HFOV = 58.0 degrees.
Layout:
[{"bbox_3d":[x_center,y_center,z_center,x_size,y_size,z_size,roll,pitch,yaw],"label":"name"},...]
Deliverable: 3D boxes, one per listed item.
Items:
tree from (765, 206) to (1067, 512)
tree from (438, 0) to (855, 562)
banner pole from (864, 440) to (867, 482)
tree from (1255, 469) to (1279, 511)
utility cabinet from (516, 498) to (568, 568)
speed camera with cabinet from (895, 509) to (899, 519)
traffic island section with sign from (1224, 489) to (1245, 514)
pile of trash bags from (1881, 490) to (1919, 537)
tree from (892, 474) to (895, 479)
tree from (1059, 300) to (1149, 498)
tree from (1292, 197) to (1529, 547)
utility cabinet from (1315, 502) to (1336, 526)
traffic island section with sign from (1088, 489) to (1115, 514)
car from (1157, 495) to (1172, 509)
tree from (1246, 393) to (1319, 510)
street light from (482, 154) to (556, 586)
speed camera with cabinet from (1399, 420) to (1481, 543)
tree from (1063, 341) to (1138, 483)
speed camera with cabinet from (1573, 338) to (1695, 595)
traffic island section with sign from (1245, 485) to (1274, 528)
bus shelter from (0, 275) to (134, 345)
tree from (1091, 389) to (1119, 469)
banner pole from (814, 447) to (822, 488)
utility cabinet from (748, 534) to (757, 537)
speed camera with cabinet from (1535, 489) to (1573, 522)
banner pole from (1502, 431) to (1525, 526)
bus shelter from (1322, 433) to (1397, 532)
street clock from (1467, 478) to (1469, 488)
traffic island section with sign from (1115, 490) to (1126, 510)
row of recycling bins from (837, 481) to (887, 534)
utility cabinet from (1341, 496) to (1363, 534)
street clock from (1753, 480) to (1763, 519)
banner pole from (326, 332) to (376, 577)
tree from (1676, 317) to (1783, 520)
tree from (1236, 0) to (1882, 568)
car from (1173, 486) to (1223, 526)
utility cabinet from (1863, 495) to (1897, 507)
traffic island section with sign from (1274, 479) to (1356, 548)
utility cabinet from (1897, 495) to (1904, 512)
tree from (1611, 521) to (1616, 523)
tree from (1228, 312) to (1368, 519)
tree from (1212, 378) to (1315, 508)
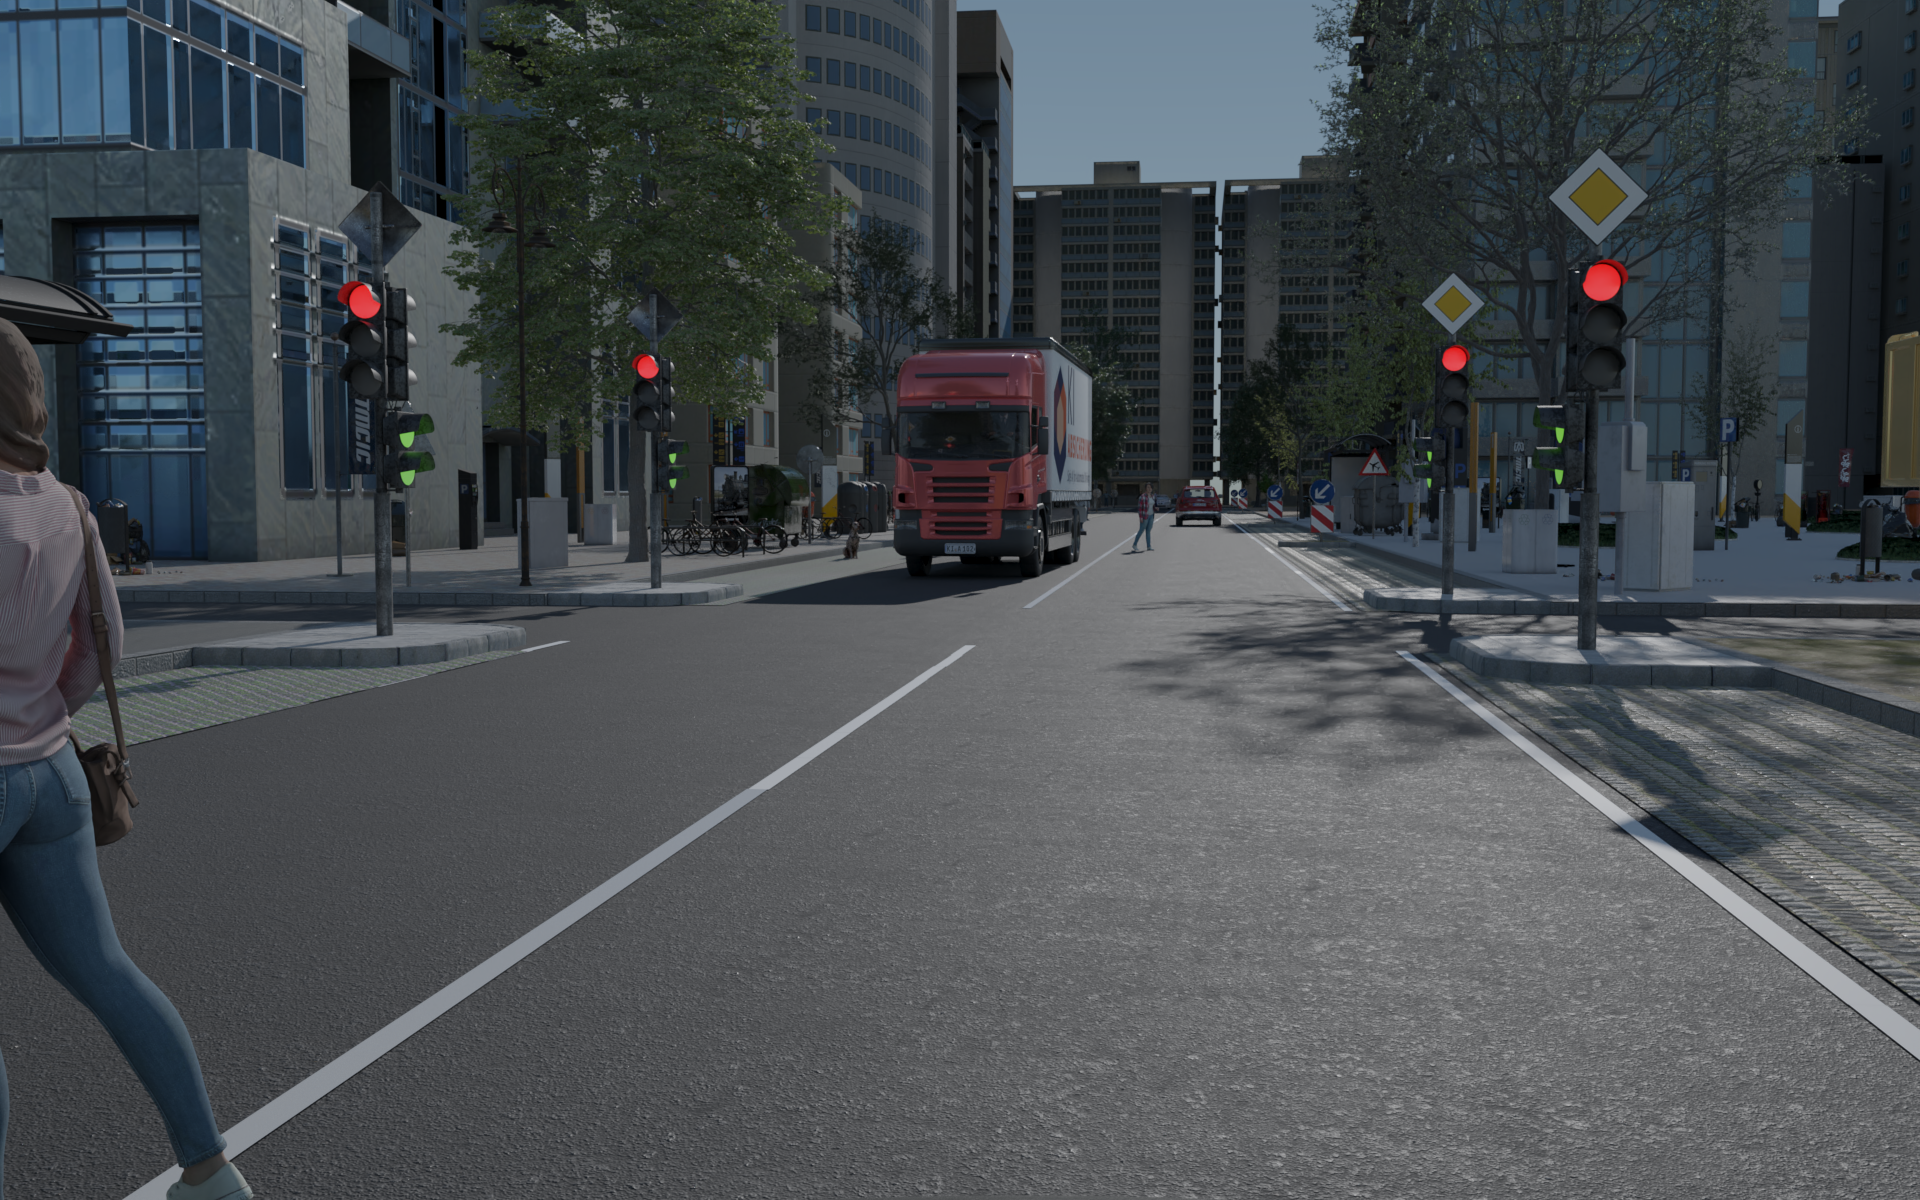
[{"bbox_3d":[-1.962,-7.429,55.873,8.767,10.594,7.601,-2,4,-34],"label":"tree"},{"bbox_3d":[-5.692,-7.000,32.583,7.486,12.596,7.792,0,3,0],"label":"tree"},{"bbox_3d":[-4.406,-5.565,80.997,0.401,3.779,0.863,0,4,5],"label":"banner pole"},{"bbox_3d":[23.288,-8.423,132.317,1.663,3.219,1.824,0,3,0],"label":"tree"},{"bbox_3d":[-7.318,-1.175,30.371,0.306,1.237,1.020,2,4,27],"label":"utility cabinet"},{"bbox_3d":[-2.065,-4.222,63.360,0.660,3.252,2.038,0,4,-1],"label":"speed camera with cabinet"},{"bbox_3d":[20.096,-7.043,123.788,1.989,1.847,2.006,0,4,8],"label":"traffic island section with sign"},{"bbox_3d":[22.870,-1.943,41.528,1.912,1.369,3.447,2,4,27],"label":"pile of trash bags"},{"bbox_3d":[-1.612,-4.384,66.275,1.663,3.219,1.824,0,3,0],"label":"tree"},{"bbox_3d":[12.578,-19.330,171.931,12.611,20.169,13.585,0,3,0],"label":"tree"},{"bbox_3d":[11.270,-5.597,41.870,4.737,8.622,4.395,0,3,0],"label":"tree"},{"bbox_3d":[14.814,-3.711,69.358,1.173,1.500,0.318,0,4,-3],"label":"utility cabinet"},{"bbox_3d":[9.922,-7.105,124.795,1.989,1.847,2.006,0,4,8],"label":"traffic island section with sign"},{"bbox_3d":[19.136,-9.346,165.172,2.083,1.381,4.827,0,4,8],"label":"car"},{"bbox_3d":[20.498,-9.730,109.449,4.360,8.622,3.978,0,3,0],"label":"tree"},{"bbox_3d":[-6.070,-3.134,24.021,0.468,5.910,1.993,0,4,8],"label":"street light"},{"bbox_3d":[12.742,-3.159,45.993,2.038,3.252,0.660,2,4,24],"label":"speed camera with cabinet"},{"bbox_3d":[10.179,-14.467,143.187,9.857,13.997,8.962,0,3,0],"label":"tree"},{"bbox_3d":[8.915,-1.736,22.719,2.038,3.252,0.660,-3,5,-42],"label":"speed camera with cabinet"},{"bbox_3d":[13.368,-4.015,74.273,1.989,1.847,2.006,0,4,8],"label":"traffic island section with sign"},{"bbox_3d":[-9.142,-1.214,13.765,2.014,3.302,5.546,0,4,8],"label":"bus shelter"},{"bbox_3d":[8.488,-12.006,130.707,7.601,10.594,8.767,0,4,2],"label":"tree"},{"bbox_3d":[-6.434,-5.535,80.515,0.863,3.779,0.401,2,4,26],"label":"banner pole"},{"bbox_3d":[-6.355,-2.451,51.239,1.020,1.237,0.306,1,4,22],"label":"utility cabinet"},{"bbox_3d":[20.417,-3.916,58.359,0.660,3.252,2.038,-3,4,-39],"label":"speed camera with cabinet"},{"bbox_3d":[22.201,-4.852,69.349,0.863,3.779,0.401,0,4,3],"label":"banner pole"},{"bbox_3d":[13.864,-4.063,60.359,2.014,3.302,5.546,0,4,8],"label":"bus shelter"},{"bbox_3d":[23.067,-4.541,78.819,0.358,2.002,0.471,2,4,28],"label":"street clock"},{"bbox_3d":[13.571,-8.749,151.678,1.989,1.847,2.006,0,4,8],"label":"traffic island section with sign"},{"bbox_3d":[-3.260,-3.054,57.050,1.069,1.692,3.534,1,4,14],"label":"row of recycling bins"},{"bbox_3d":[12.744,-2.765,56.367,0.306,1.237,1.020,-1,4,-15],"label":"utility cabinet"},{"bbox_3d":[40.229,-5.063,87.353,0.471,2.002,0.358,-3,4,-37],"label":"street clock"},{"bbox_3d":[-9.461,-2.261,26.991,0.863,3.779,0.401,-1,4,-13],"label":"banner pole"},{"bbox_3d":[32.515,-7.491,72.847,4.360,8.622,3.978,0,3,0],"label":"tree"},{"bbox_3d":[10.390,-7.340,30.377,12.009,13.543,11.850,0,3,0],"label":"tree"},{"bbox_3d":[10.920,-4.326,79.404,2.281,1.827,5.304,0,4,6],"label":"car"},{"bbox_3d":[34.966,-3.350,65.936,1.020,1.237,0.306,3,4,37],"label":"utility cabinet"},{"bbox_3d":[9.643,-2.341,46.911,1.989,1.847,2.006,0,4,8],"label":"traffic island section with sign"},{"bbox_3d":[42.342,-4.116,78.457,1.020,1.237,0.306,-2,4,-29],"label":"utility cabinet"},{"bbox_3d":[29.610,-5.075,77.574,1.663,3.219,1.824,0,3,0],"label":"tree"},{"bbox_3d":[17.346,-9.473,89.294,7.601,10.594,8.767,1,4,8],"label":"tree"},{"bbox_3d":[28.355,-15.116,164.153,9.611,12.733,9.660,0,3,0],"label":"tree"}]
